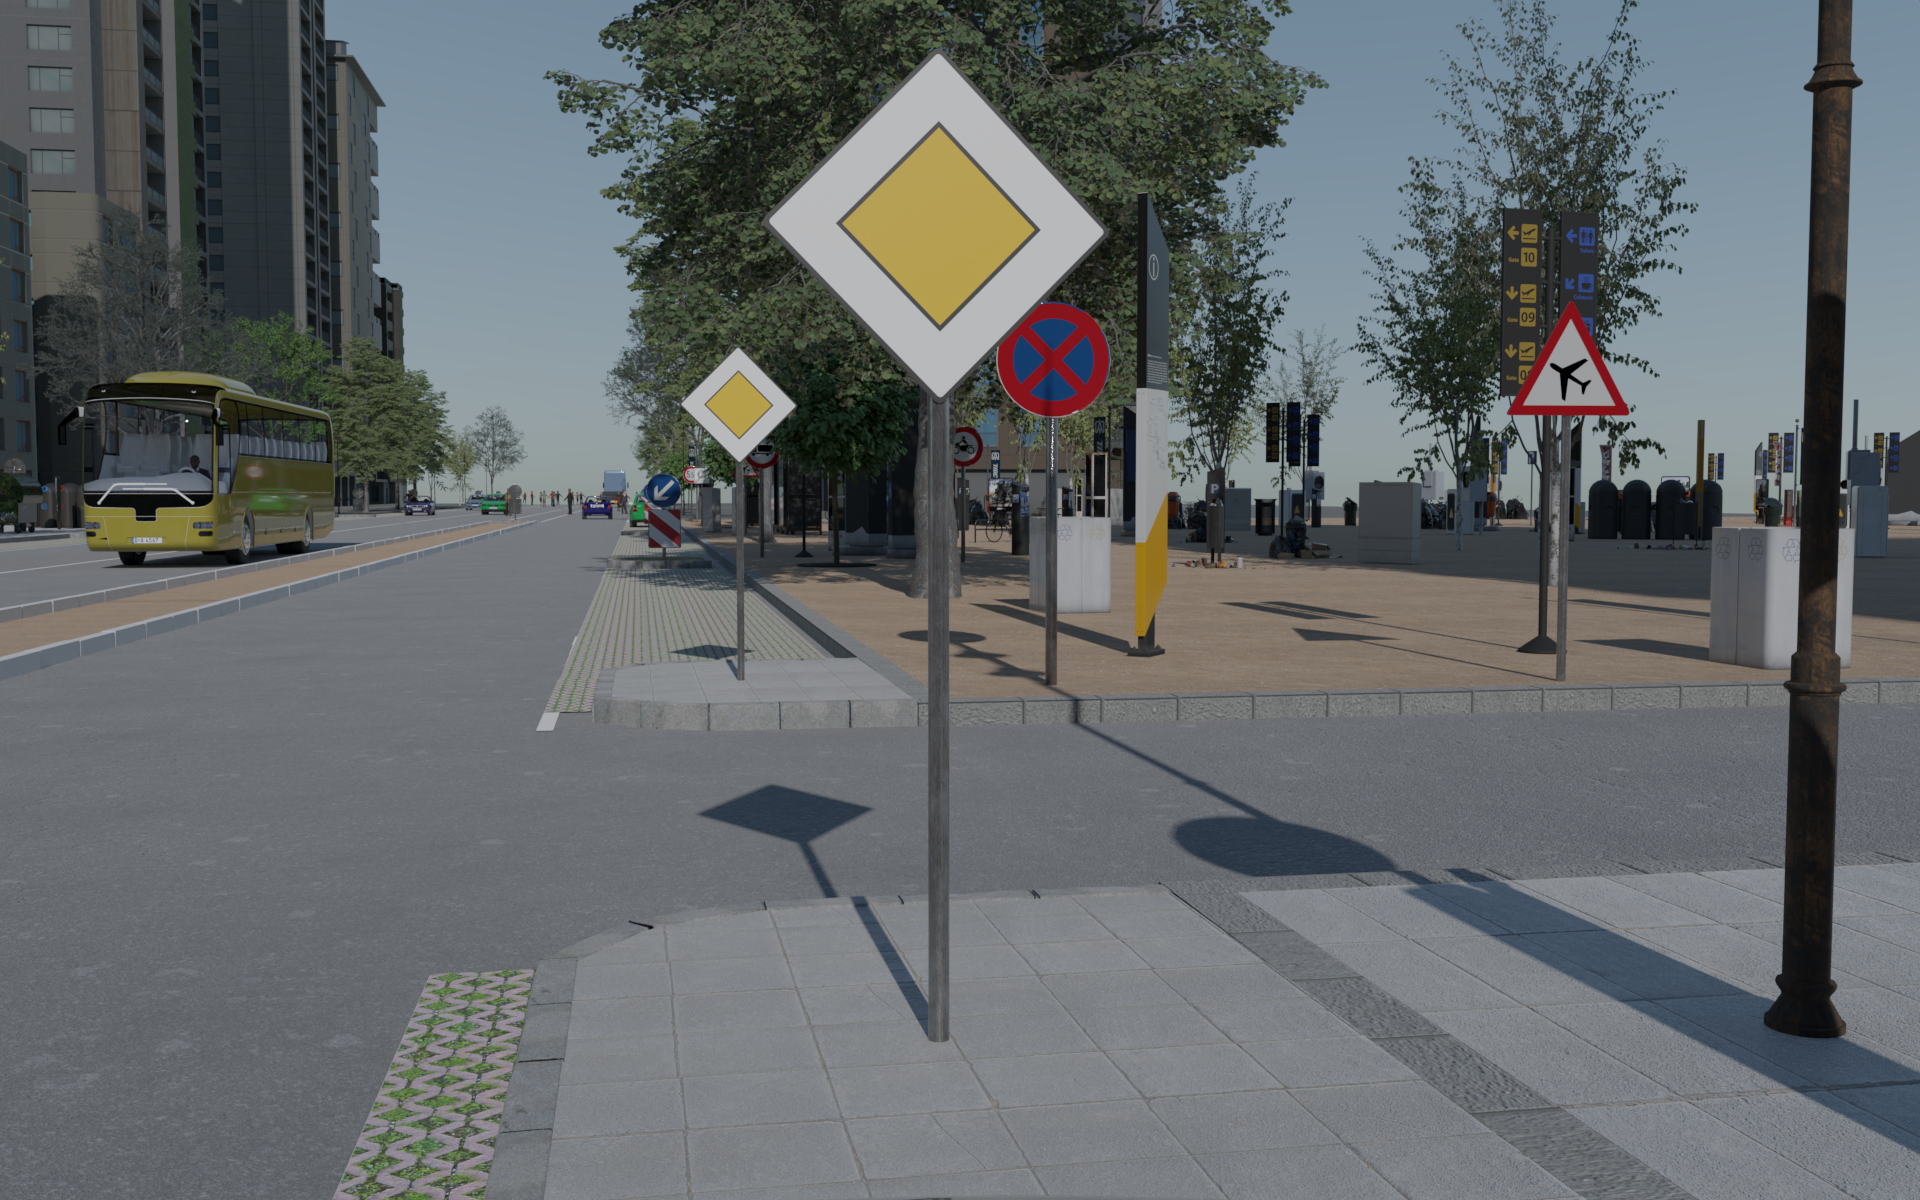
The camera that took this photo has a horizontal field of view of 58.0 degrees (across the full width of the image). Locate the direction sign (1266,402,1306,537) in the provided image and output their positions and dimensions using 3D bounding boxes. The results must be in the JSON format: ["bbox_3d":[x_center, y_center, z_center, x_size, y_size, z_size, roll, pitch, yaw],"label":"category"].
[{"bbox_3d":[7.965,-3.105,42.762,0.876,3.537,0.379,2,4,31],"label":"direction sign"}]

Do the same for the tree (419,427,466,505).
[{"bbox_3d":[-51.754,-13.418,169.745,4.737,8.622,4.395,0,3,0],"label":"tree"}]

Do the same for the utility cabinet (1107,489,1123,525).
[{"bbox_3d":[6.262,-3.785,70.563,0.318,1.500,1.173,2,4,30],"label":"utility cabinet"}]

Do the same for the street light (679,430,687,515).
[{"bbox_3d":[-16.892,-8.137,105.827,0.468,5.910,1.993,-1,4,-10],"label":"street light"}]

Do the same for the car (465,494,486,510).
[{"bbox_3d":[-42.763,-8.659,153.577,2.014,1.417,4.499,-1,4,-9],"label":"car"}]

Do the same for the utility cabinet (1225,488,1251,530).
[{"bbox_3d":[9.590,-3.177,60.617,1.173,1.500,0.318,0,4,6],"label":"utility cabinet"}]

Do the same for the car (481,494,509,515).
[{"bbox_3d":[-32.324,-6.844,120.699,1.959,1.807,4.718,-1,4,-10],"label":"car"}]

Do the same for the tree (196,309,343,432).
[{"bbox_3d":[-39.102,-10.585,98.818,9.928,11.665,9.643,0,3,0],"label":"tree"}]

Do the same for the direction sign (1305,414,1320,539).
[{"bbox_3d":[9.751,-3.495,49.142,0.876,3.537,0.379,0,4,-2],"label":"direction sign"}]

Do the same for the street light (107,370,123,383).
[{"bbox_3d":[-31.333,-5.603,64.399,0.468,5.910,1.993,-1,4,-10],"label":"street light"}]

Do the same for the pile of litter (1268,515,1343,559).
[{"bbox_3d":[6.915,-1.269,34.711,1.719,0.858,1.176,-1,4,-11],"label":"pile of litter"}]

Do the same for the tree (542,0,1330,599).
[{"bbox_3d":[-0.193,-7.005,21.180,9.857,13.997,8.962,0,3,0],"label":"tree"}]

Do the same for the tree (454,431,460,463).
[{"bbox_3d":[-49.313,-14.597,156.790,7.486,12.596,7.792,0,3,0],"label":"tree"}]

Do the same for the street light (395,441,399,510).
[{"bbox_3d":[-45.407,-10.218,139.859,0.468,5.910,1.993,-1,4,-10],"label":"street light"}]

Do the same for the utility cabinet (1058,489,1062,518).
[{"bbox_3d":[3.826,-3.648,68.324,0.318,1.500,1.173,-1,4,-13],"label":"utility cabinet"}]

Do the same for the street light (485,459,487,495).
[{"bbox_3d":[-60.354,-15.165,220.737,0.468,5.910,1.993,-1,4,-10],"label":"street light"}]

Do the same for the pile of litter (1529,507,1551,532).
[{"bbox_3d":[19.882,-2.732,58.633,1.176,0.858,1.719,1,4,21],"label":"pile of litter"}]

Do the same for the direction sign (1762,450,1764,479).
[{"bbox_3d":[40.963,-5.906,88.563,0.876,3.537,0.379,-2,4,-29],"label":"direction sign"}]

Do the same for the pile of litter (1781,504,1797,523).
[{"bbox_3d":[37.535,-3.940,78.391,1.719,0.858,1.176,-3,4,-36],"label":"pile of litter"}]

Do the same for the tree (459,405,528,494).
[{"bbox_3d":[-63.708,-19.896,235.662,12.009,13.543,11.850,0,3,0],"label":"tree"}]

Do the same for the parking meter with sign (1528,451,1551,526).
[{"bbox_3d":[23.875,-4.516,70.090,1.738,3.016,0.543,-1,4,-14],"label":"parking meter with sign"}]

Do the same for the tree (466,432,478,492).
[{"bbox_3d":[-58.537,-15.465,203.210,4.737,8.622,4.395,0,3,0],"label":"tree"}]

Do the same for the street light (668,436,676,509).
[{"bbox_3d":[-22.025,-9.825,133.419,0.468,5.910,1.993,-1,4,-10],"label":"street light"}]

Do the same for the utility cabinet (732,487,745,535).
[{"bbox_3d":[-6.911,-2.778,54.095,0.318,1.500,1.173,-1,4,-13],"label":"utility cabinet"}]

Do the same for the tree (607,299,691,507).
[{"bbox_3d":[-30.052,-19.271,170.971,12.611,20.169,13.585,0,3,0],"label":"tree"}]

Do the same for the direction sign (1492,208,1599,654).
[{"bbox_3d":[4.718,-1.341,13.928,0.876,3.537,0.379,-1,4,-17],"label":"direction sign"}]

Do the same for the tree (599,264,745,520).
[{"bbox_3d":[-12.978,-10.807,87.058,12.009,13.543,11.850,0,3,0],"label":"tree"}]

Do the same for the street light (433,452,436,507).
[{"bbox_3d":[-50.207,-11.785,165.471,0.468,5.910,1.993,-1,4,-10],"label":"street light"}]

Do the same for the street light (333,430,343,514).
[{"bbox_3d":[-40.288,-8.525,112.177,0.468,5.910,1.993,-1,4,-10],"label":"street light"}]

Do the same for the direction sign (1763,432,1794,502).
[{"bbox_3d":[30.207,-4.391,63.793,0.876,3.537,0.379,1,4,13],"label":"direction sign"}]

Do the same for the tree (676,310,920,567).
[{"bbox_3d":[-2.138,-2.885,30.878,4.285,4.588,4.351,0,3,0],"label":"tree"}]

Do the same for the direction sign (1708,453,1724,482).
[{"bbox_3d":[41.713,-6.339,95.637,0.379,3.537,0.876,-3,5,-43],"label":"direction sign"}]

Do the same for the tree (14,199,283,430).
[{"bbox_3d":[-34.214,-9.954,73.121,12.009,13.543,11.850,0,3,0],"label":"tree"}]

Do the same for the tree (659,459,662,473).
[{"bbox_3d":[-18.939,-8.222,118.145,4.285,4.588,4.351,0,3,0],"label":"tree"}]

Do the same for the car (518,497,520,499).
[{"bbox_3d":[-50.137,-11.266,193.233,2.155,1.783,4.494,-1,4,-11],"label":"car"}]

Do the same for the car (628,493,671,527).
[{"bbox_3d":[-13.434,-4.066,75.277,1.959,1.807,4.718,-1,4,-10],"label":"car"}]

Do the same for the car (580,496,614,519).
[{"bbox_3d":[-20.800,-5.305,99.312,1.945,1.354,3.894,-1,4,-12],"label":"car"}]

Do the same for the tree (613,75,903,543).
[{"bbox_3d":[-5.108,-7.756,44.936,7.486,12.596,7.792,0,3,0],"label":"tree"}]

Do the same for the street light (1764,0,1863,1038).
[{"bbox_3d":[2.033,-1.908,3.989,0.468,5.910,1.993,-1,4,-10],"label":"street light"}]

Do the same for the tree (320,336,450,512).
[{"bbox_3d":[-42.502,-12.621,124.472,7.486,12.596,7.792,0,3,0],"label":"tree"}]

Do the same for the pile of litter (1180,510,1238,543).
[{"bbox_3d":[6.500,-1.959,45.991,1.719,0.858,1.176,3,5,42],"label":"pile of litter"}]

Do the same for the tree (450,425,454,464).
[{"bbox_3d":[-47.728,-13.941,146.064,7.486,12.596,7.792,0,3,0],"label":"tree"}]

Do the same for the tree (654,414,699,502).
[{"bbox_3d":[-24.215,-12.178,149.479,4.737,8.622,4.395,0,3,0],"label":"tree"}]

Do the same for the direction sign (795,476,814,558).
[{"bbox_3d":[-3.167,-2.636,35.091,0.379,3.537,0.876,1,4,13],"label":"direction sign"}]

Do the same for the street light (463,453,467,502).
[{"bbox_3d":[-55.191,-13.474,193.090,0.468,5.910,1.993,-1,4,-10],"label":"street light"}]

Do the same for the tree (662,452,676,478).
[{"bbox_3d":[-8.326,-4.976,65.074,4.285,4.588,4.351,0,3,0],"label":"tree"}]

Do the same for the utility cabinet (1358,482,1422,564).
[{"bbox_3d":[7.908,-1.418,31.863,0.318,1.500,1.173,-3,5,-40],"label":"utility cabinet"}]

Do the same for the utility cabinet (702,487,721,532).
[{"bbox_3d":[-8.364,-3.042,58.417,0.318,1.500,1.173,-2,4,-25],"label":"utility cabinet"}]

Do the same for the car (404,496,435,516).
[{"bbox_3d":[-36.105,-6.311,115.764,1.945,1.354,3.894,-1,4,-12],"label":"car"}]

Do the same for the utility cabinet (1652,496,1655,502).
[{"bbox_3d":[29.631,-3.874,74.499,0.306,1.237,1.020,2,4,29],"label":"utility cabinet"}]
